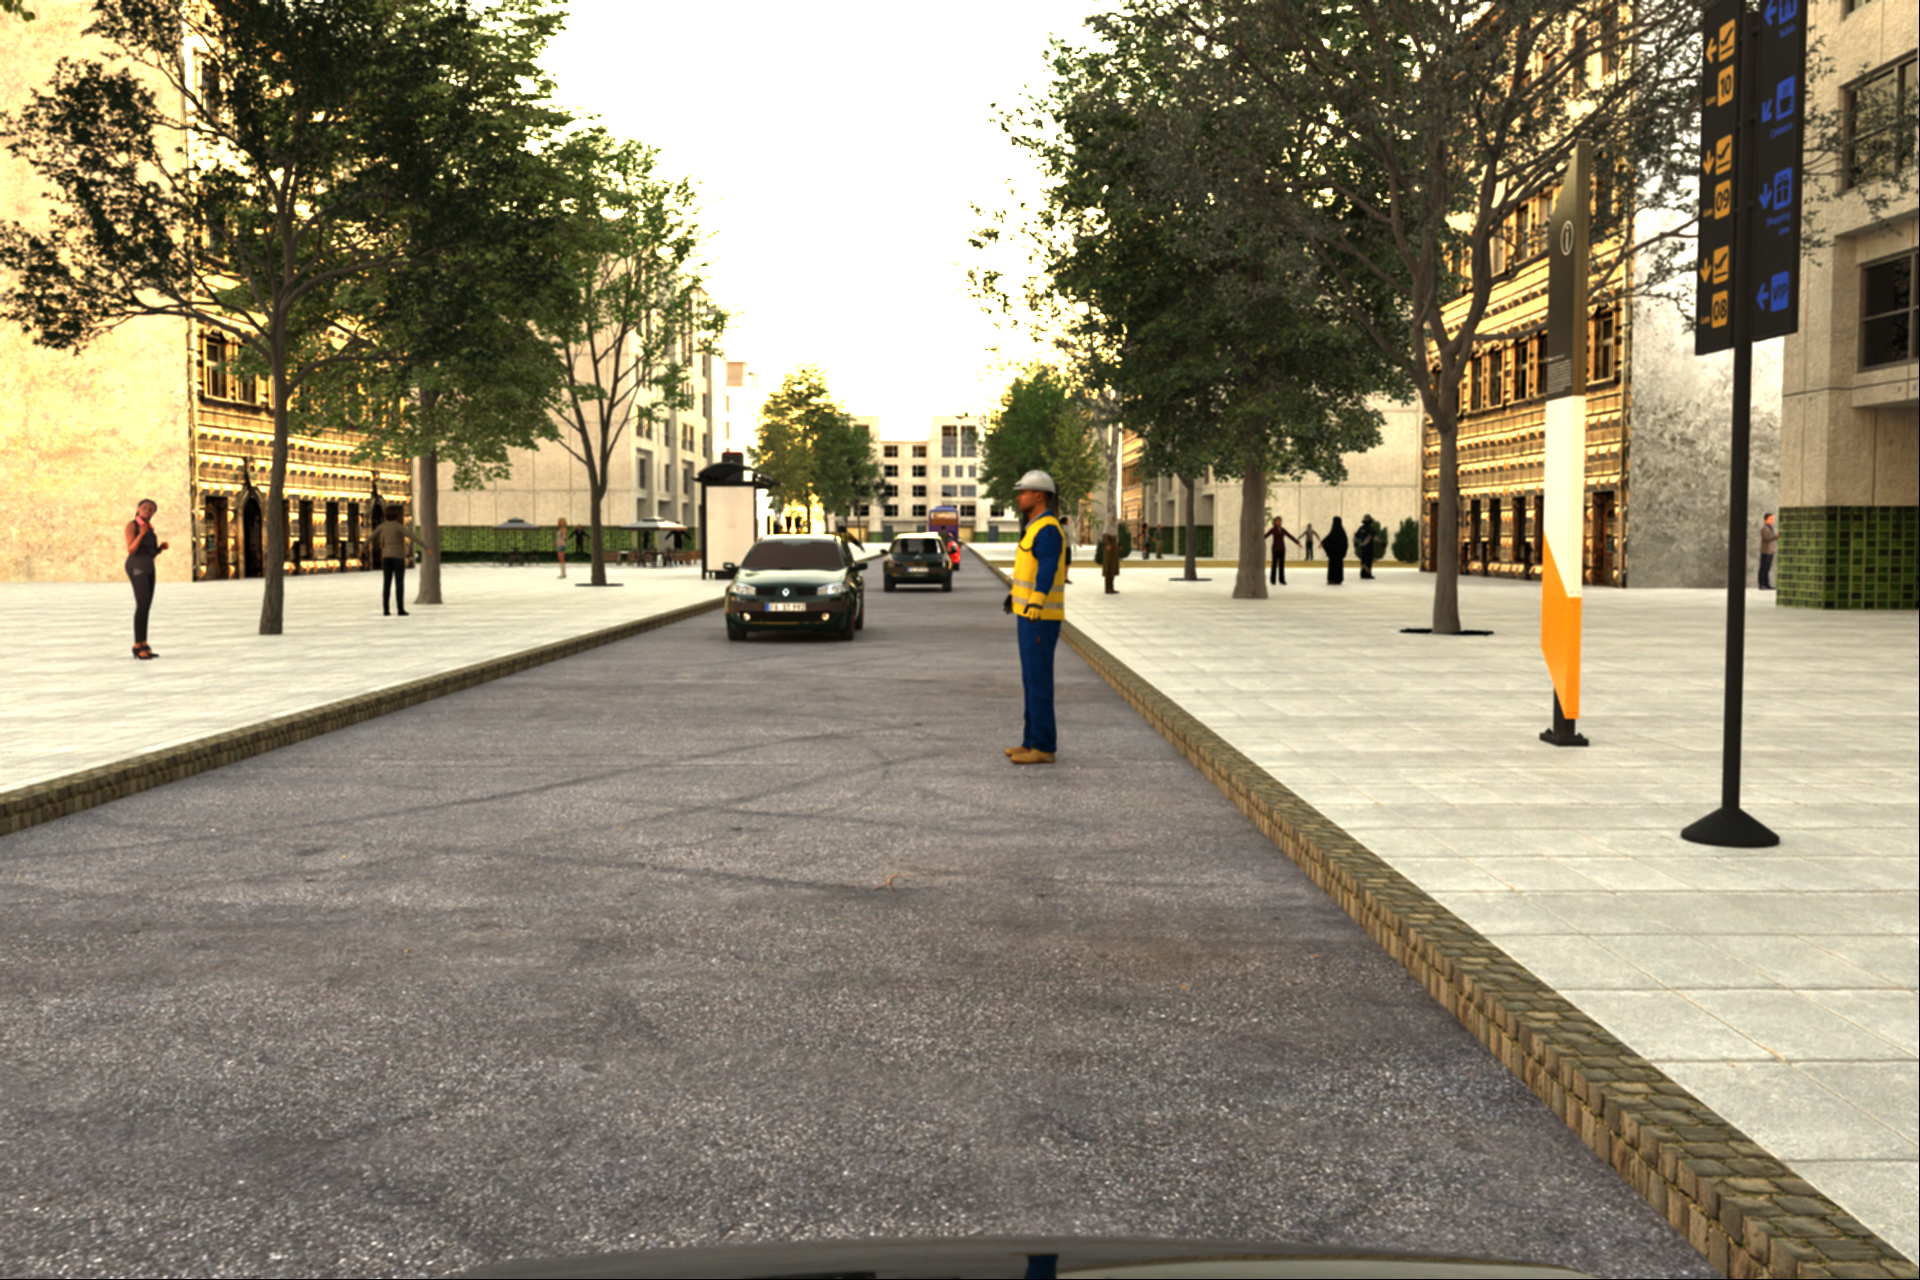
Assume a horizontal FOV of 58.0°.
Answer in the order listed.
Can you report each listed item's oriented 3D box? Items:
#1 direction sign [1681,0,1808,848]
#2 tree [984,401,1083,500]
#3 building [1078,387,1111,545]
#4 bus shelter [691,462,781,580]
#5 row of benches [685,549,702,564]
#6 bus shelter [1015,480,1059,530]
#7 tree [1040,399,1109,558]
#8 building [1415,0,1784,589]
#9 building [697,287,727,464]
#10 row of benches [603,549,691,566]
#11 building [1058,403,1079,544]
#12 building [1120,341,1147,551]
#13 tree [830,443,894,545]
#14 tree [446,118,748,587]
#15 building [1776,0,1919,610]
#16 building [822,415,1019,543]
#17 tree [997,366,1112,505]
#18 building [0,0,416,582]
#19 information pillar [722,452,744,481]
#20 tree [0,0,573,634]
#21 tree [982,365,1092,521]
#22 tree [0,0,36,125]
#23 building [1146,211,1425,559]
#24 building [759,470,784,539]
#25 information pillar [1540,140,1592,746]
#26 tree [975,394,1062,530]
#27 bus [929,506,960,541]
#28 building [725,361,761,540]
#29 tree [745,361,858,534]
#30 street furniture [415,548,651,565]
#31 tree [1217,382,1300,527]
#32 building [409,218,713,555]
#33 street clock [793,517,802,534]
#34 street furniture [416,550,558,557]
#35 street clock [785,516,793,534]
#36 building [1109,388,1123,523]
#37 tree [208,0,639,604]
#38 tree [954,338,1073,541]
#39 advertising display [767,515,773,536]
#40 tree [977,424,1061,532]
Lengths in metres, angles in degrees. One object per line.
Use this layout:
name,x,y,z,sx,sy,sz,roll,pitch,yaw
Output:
direction sign,3.228,-0.927,7.156,0.379,3.537,0.876,0,3,0
tree,5.602,-12.408,128.622,9.928,11.665,9.643,0,3,0
building,24.434,-23.111,208.797,19.493,23.208,18.063,0,4,-1
bus shelter,-6.534,-3.502,51.179,2.014,3.302,5.546,0,4,-1
row of benches,-10.297,-3.687,75.741,1.422,0.672,4.104,3,4,38
bus shelter,3.464,-5.293,77.826,1.731,3.624,6.357,0,4,0
tree,6.272,-8.779,93.896,4.737,8.622,4.395,0,3,0
building,24.849,-13.343,49.083,19.493,23.208,18.063,0,3,0
building,-24.707,-16.957,133.672,16.016,20.090,11.380,0,3,0
row of benches,-12.943,-3.391,70.911,4.104,0.672,1.422,0,4,1
building,21.353,-22.467,233.796,16.747,18.905,31.486,0,4,0
building,22.696,-18.612,135.239,19.493,23.208,18.063,0,4,0
tree,-9.736,-14.117,165.218,7.601,10.594,8.767,2,4,32
tree,-8.978,-7.150,42.652,9.928,11.665,9.643,0,3,0
building,23.052,-9.066,14.692,16.747,18.905,31.486,0,4,0
building,-5.133,-24.119,263.267,31.486,18.905,16.747,0,4,-5
tree,5.770,-10.975,105.194,9.928,11.665,9.643,0,3,0
building,-29.591,-13.688,54.725,19.493,23.208,18.063,0,4,1
information pillar,-7.166,-4.000,54.779,0.750,3.857,0.750,0,4,-1
tree,-8.500,-5.355,21.968,7.601,10.594,8.767,-1,4,-19
tree,4.898,-12.131,116.476,7.486,12.596,7.792,0,3,0
tree,-9.040,-3.819,12.799,4.737,8.622,4.395,0,3,0
building,21.288,-14.500,103.540,16.747,18.905,31.486,0,4,0
building,-26.773,-16.975,219.685,9.099,9.664,28.070,0,4,0
information pillar,3.705,-1.177,10.601,0.183,3.616,0.504,0,3,0
tree,5.066,-13.511,139.029,7.486,12.596,7.792,0,3,0
bus,-1.391,-9.811,151.955,2.896,3.916,12.251,0,4,0
building,-28.450,-20.400,189.962,16.016,20.090,11.380,0,4,1
tree,-10.336,-11.960,113.679,7.486,12.596,7.792,0,3,0
street furniture,-18.634,-3.705,76.211,10.072,0.657,5.734,-1,4,-9
tree,13.271,-7.789,77.714,4.737,8.622,4.395,0,3,0
building,-26.790,-15.072,112.886,16.747,18.905,31.486,0,4,0
street clock,-6.967,-4.261,74.239,0.358,2.002,0.471,0,4,1
street furniture,-24.535,-4.233,84.829,10.072,0.657,5.734,0,4,7
street clock,-6.775,-3.917,68.609,0.358,2.002,0.471,0,4,1
building,22.107,-20.816,196.762,16.016,20.090,11.380,0,3,0
tree,-9.885,-6.959,31.902,7.486,12.596,7.792,0,3,0
tree,5.470,-19.040,167.194,12.611,20.169,13.585,0,3,0
advertising display,-6.568,-3.350,59.979,0.123,1.923,0.974,0,3,0
tree,5.225,-13.552,147.331,9.928,11.665,9.643,0,3,0
